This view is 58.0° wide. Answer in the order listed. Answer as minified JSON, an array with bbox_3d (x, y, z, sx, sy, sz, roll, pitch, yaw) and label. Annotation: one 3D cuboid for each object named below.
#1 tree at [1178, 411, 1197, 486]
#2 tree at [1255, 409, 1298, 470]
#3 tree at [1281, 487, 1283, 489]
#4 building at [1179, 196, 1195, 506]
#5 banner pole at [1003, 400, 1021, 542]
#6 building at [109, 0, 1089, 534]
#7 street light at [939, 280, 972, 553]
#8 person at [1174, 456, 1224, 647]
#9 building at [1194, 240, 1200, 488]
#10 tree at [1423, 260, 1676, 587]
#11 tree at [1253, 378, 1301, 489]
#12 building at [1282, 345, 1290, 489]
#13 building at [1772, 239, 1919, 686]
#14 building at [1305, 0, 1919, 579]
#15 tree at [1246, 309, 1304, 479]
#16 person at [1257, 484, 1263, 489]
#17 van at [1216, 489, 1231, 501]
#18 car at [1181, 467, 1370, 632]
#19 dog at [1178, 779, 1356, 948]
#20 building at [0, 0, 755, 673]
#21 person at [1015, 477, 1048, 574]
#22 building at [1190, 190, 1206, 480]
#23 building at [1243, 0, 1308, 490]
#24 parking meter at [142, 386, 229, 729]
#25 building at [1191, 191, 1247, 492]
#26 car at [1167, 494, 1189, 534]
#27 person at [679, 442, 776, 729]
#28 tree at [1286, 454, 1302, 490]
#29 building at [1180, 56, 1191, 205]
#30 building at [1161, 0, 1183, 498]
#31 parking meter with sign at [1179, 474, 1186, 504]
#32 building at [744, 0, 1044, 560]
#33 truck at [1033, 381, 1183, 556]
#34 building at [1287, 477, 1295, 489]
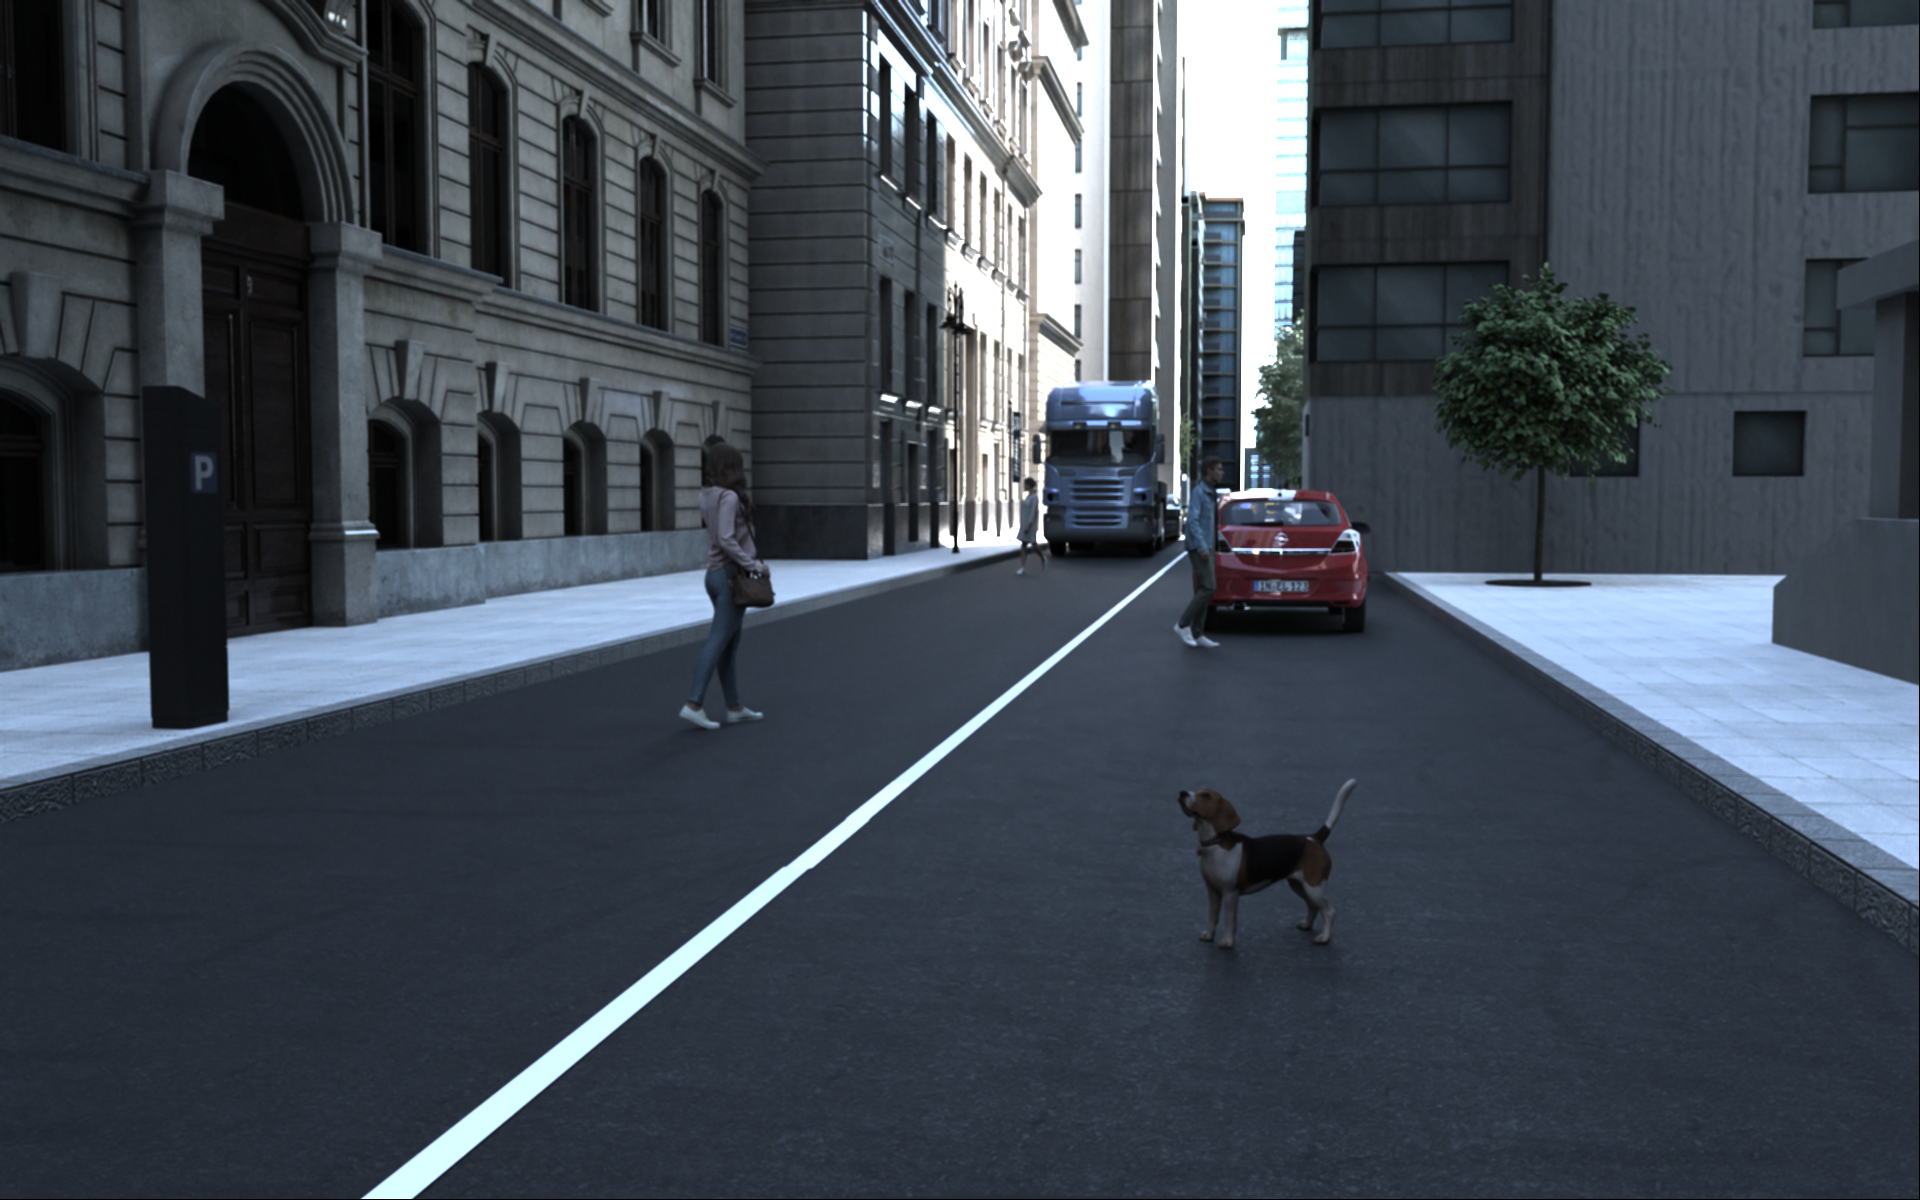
[{"bbox_3d":[18.264,-12.056,147.478,4.737,8.622,4.395,0,3,0],"label":"tree"},{"bbox_3d":[30.351,-13.398,153.469,8.767,10.594,7.601,-1,4,-10],"label":"tree"},{"bbox_3d":[43.032,-14.336,228.994,1.663,3.219,1.824,0,3,0],"label":"tree"},{"bbox_3d":[14.248,-23.881,162.154,14.160,30.474,14.107,1,4,10],"label":"building"},{"bbox_3d":[1.443,-3.441,46.283,0.401,3.779,0.863,2,4,27],"label":"banner pole"},{"bbox_3d":[-12.802,-15.233,68.147,34.723,24.649,14.460,1,4,10],"label":"building"},{"bbox_3d":[-0.093,-3.958,37.505,0.468,5.910,1.993,1,4,10],"label":"street light"},{"bbox_3d":[2.237,-0.447,16.158,0.444,1.785,0.601,2,4,29],"label":"person"},{"bbox_3d":[18.922,-25.591,190.106,14.160,30.474,14.107,1,4,10],"label":"building"},{"bbox_3d":[8.202,-2.487,24.379,4.285,4.588,4.351,0,3,0],"label":"tree"},{"bbox_3d":[28.169,-13.340,143.872,9.928,11.665,9.643,0,3,0],"label":"tree"},{"bbox_3d":[53.575,-22.366,210.721,27.650,21.520,28.899,1,4,10],"label":"building"},{"bbox_3d":[21.699,-19.099,4.153,32.217,40.220,23.993,1,4,10],"label":"building"},{"bbox_3d":[13.816,-15.994,33.197,14.160,30.474,14.107,1,4,10],"label":"building"},{"bbox_3d":[22.947,-12.633,113.198,9.857,13.997,8.962,0,3,0],"label":"tree"},{"bbox_3d":[11.106,-3.384,63.932,0.767,1.812,0.694,1,4,13],"label":"person"},{"bbox_3d":[21.331,-8.192,140.953,2.013,2.044,4.112,1,4,10],"label":"van"},{"bbox_3d":[3.569,-0.644,19.564,2.155,1.783,4.494,1,4,9],"label":"car"},{"bbox_3d":[0.984,0.841,5.540,0.406,0.507,0.540,2,4,31],"label":"dog"},{"bbox_3d":[-11.788,-12.038,15.906,14.460,24.649,34.723,1,4,10],"label":"building"},{"bbox_3d":[1.274,-1.340,31.158,0.466,1.731,0.760,3,4,37],"label":"person"},{"bbox_3d":[18.116,-31.947,214.220,23.993,40.220,32.217,1,4,10],"label":"building"},{"bbox_3d":[55.821,-56.864,242.397,31.000,86.520,22.319,1,4,10],"label":"building"},{"bbox_3d":[-4.279,-0.237,9.589,0.255,1.863,0.399,1,4,12],"label":"parking meter"},{"bbox_3d":[26.206,-36.297,248.074,28.867,44.769,22.147,1,4,10],"label":"building"},{"bbox_3d":[7.416,-3.202,64.155,2.131,1.459,4.920,1,4,10],"label":"car"},{"bbox_3d":[-1.486,-0.100,10.726,0.643,1.750,0.593,-2,4,-29],"label":"person"},{"bbox_3d":[24.684,-8.458,122.007,4.285,4.588,4.351,0,3,0],"label":"tree"},{"bbox_3d":[16.087,-32.147,175.720,14.600,45.320,14.200,1,4,10],"label":"building"},{"bbox_3d":[3.697,-24.633,86.350,14.154,41.232,14.086,1,4,10],"label":"building"},{"bbox_3d":[19.236,-9.639,153.861,0.543,3.016,1.738,-3,5,-44],"label":"parking meter with sign"},{"bbox_3d":[-5.291,-15.186,45.559,12.463,27.353,25.104,1,4,10],"label":"building"},{"bbox_3d":[4.479,-3.505,47.068,2.967,4.110,18.799,1,4,10],"label":"truck"},{"bbox_3d":[48.690,-29.238,169.918,32.217,40.220,23.993,1,4,10],"label":"building"}]
